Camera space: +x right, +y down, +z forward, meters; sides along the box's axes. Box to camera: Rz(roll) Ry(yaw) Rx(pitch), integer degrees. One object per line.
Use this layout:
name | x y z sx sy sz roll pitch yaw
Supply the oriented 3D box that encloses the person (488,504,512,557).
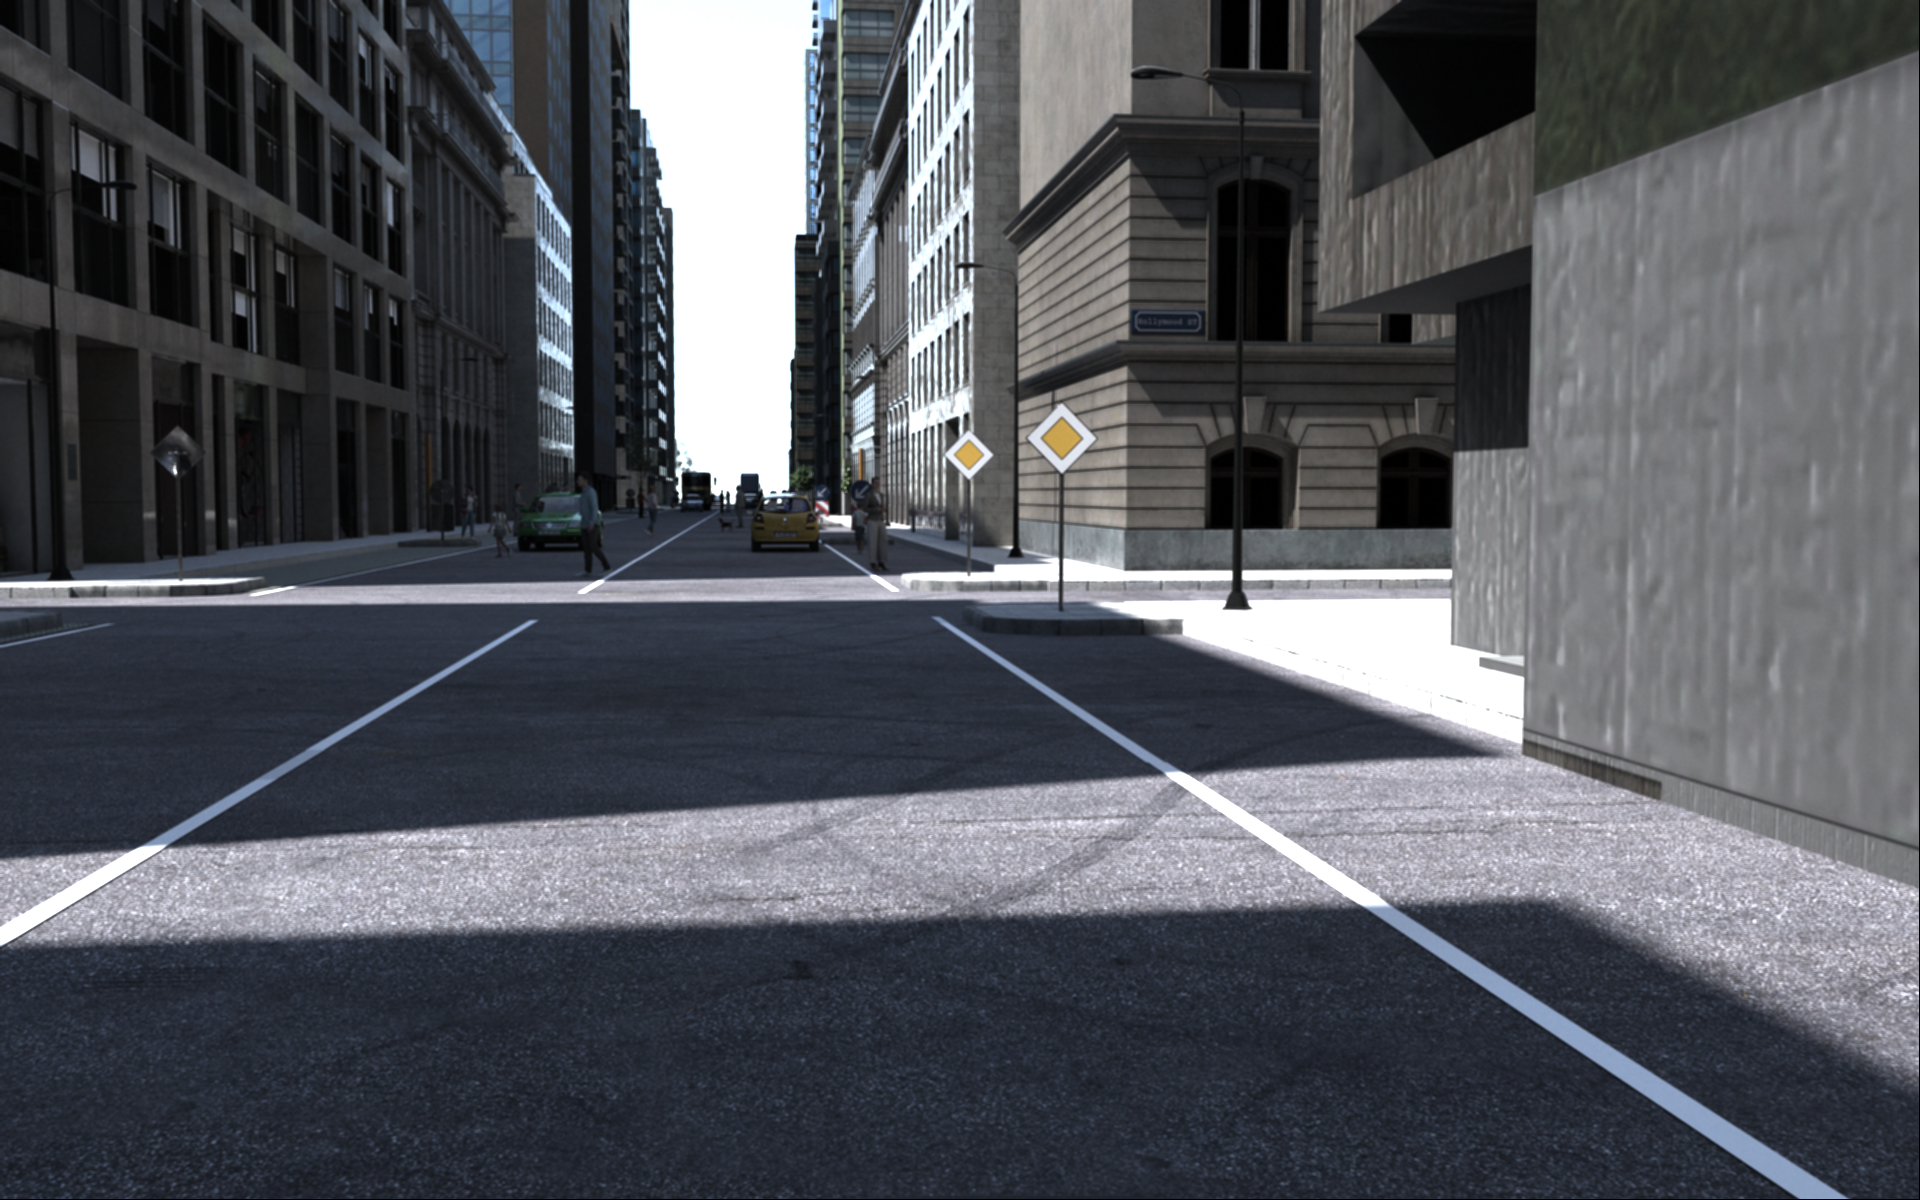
person | -10.430 -1.573 39.230 0.382 1.210 0.505 3 5 40

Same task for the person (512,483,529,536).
person | -14.806 -3.038 58.369 0.583 1.804 0.606 -1 4 -18

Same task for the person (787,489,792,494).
person | -10.473 -6.035 107.687 0.721 1.766 1.217 -1 4 -14

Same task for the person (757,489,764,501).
person | -14.308 -7.108 124.677 0.705 1.831 1.348 -2 4 -27

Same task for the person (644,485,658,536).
person | -10.635 -3.089 59.685 0.731 1.740 0.598 3 4 39

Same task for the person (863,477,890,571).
person | -1.552 -1.429 32.420 0.519 1.759 0.362 -3 5 -43

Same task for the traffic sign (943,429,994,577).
traffic sign | 0.135 -1.419 26.848 0.795 2.450 0.064 0 4 -7

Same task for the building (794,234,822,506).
building | -11.566 -25.857 194.456 14.160 30.474 14.107 0 4 -7

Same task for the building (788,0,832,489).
building | -12.982 -56.981 244.311 22.319 86.520 31.000 0 4 -7

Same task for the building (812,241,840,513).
building | 2.957 -17.694 134.344 27.650 21.520 28.899 0 4 -7

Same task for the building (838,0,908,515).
building | -0.887 -26.181 111.662 14.154 41.232 14.086 0 4 -7

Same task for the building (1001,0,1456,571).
building | 18.904 -13.215 35.147 34.723 24.649 14.460 0 4 -7

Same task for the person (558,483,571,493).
person | -14.490 -3.379 63.616 0.638 1.841 0.748 0 4 4

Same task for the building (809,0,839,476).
building | -2.038 -33.221 162.776 23.786 49.044 30.456 0 4 -7

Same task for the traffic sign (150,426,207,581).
traffic sign | -11.475 -1.334 25.453 0.795 2.450 0.064 0 4 -7

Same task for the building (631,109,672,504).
building | -48.500 -36.484 216.121 23.786 49.044 30.456 0 4 -7

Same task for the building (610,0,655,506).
building | -44.487 -45.994 190.259 20.563 71.187 20.611 0 4 -7

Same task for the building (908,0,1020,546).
building | 4.454 -11.980 50.618 10.420 20.320 16.860 0 4 -7

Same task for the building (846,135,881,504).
building | -0.685 -14.930 93.253 9.793 20.994 18.267 0 4 -7

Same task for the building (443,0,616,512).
building | -34.658 -29.676 135.308 14.600 45.320 14.200 0 4 -7

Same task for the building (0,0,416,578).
building | -25.887 -14.391 39.811 19.350 26.468 34.151 0 4 -7

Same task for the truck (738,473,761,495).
truck | -25.683 -13.625 212.529 2.967 4.110 18.799 0 4 -8

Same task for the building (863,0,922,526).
building | 3.422 -14.059 71.671 13.314 21.916 24.055 0 4 -7

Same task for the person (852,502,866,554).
person | -2.425 -1.731 41.485 0.332 1.250 0.352 1 4 11

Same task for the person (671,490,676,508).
person | -28.919 -10.195 175.053 0.599 1.838 0.709 0 4 5

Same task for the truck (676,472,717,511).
truck | -23.146 -9.547 152.019 3.469 3.379 9.791 -1 4 -9

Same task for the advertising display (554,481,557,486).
advertising display | -20.698 -5.105 88.678 0.123 1.923 0.974 -1 4 -15

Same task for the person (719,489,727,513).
person | -18.288 -7.628 133.350 0.705 1.807 1.348 1 4 13

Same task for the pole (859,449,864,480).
pole | -4.417 -5.122 77.582 0.158 3.312 0.155 0 3 0

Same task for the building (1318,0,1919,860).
building | 9.804 -14.667 11.515 14.160 30.474 14.107 0 4 -7

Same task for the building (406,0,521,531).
building | -25.822 -13.910 69.223 13.314 21.916 24.055 0 4 -7

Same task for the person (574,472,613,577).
person | -6.357 -1.315 30.014 0.620 1.820 0.660 -2 4 -32

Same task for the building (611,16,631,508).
building | -41.593 -30.673 156.132 22.147 44.769 28.867 0 4 -7

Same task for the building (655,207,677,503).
building | -46.759 -33.983 239.211 14.154 41.232 14.086 0 4 -7

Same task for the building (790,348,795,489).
building | -7.063 -22.744 216.901 27.650 21.520 28.899 0 4 -7

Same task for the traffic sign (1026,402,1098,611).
traffic sign | 1.105 -0.935 18.922 0.795 2.450 0.064 0 4 -7

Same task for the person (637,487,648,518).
person | -18.893 -5.771 102.794 0.705 1.831 1.348 1 4 15

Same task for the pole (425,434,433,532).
pole | -17.926 -3.953 58.467 0.158 3.312 0.155 0 3 0

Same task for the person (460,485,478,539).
person | -15.438 -2.761 54.483 0.563 1.720 0.643 -2 4 -27

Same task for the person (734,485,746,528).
person | -9.438 -4.011 74.180 0.391 1.810 0.635 1 4 17

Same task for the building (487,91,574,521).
building | -26.363 -14.407 90.300 10.420 20.320 16.860 0 4 -7
